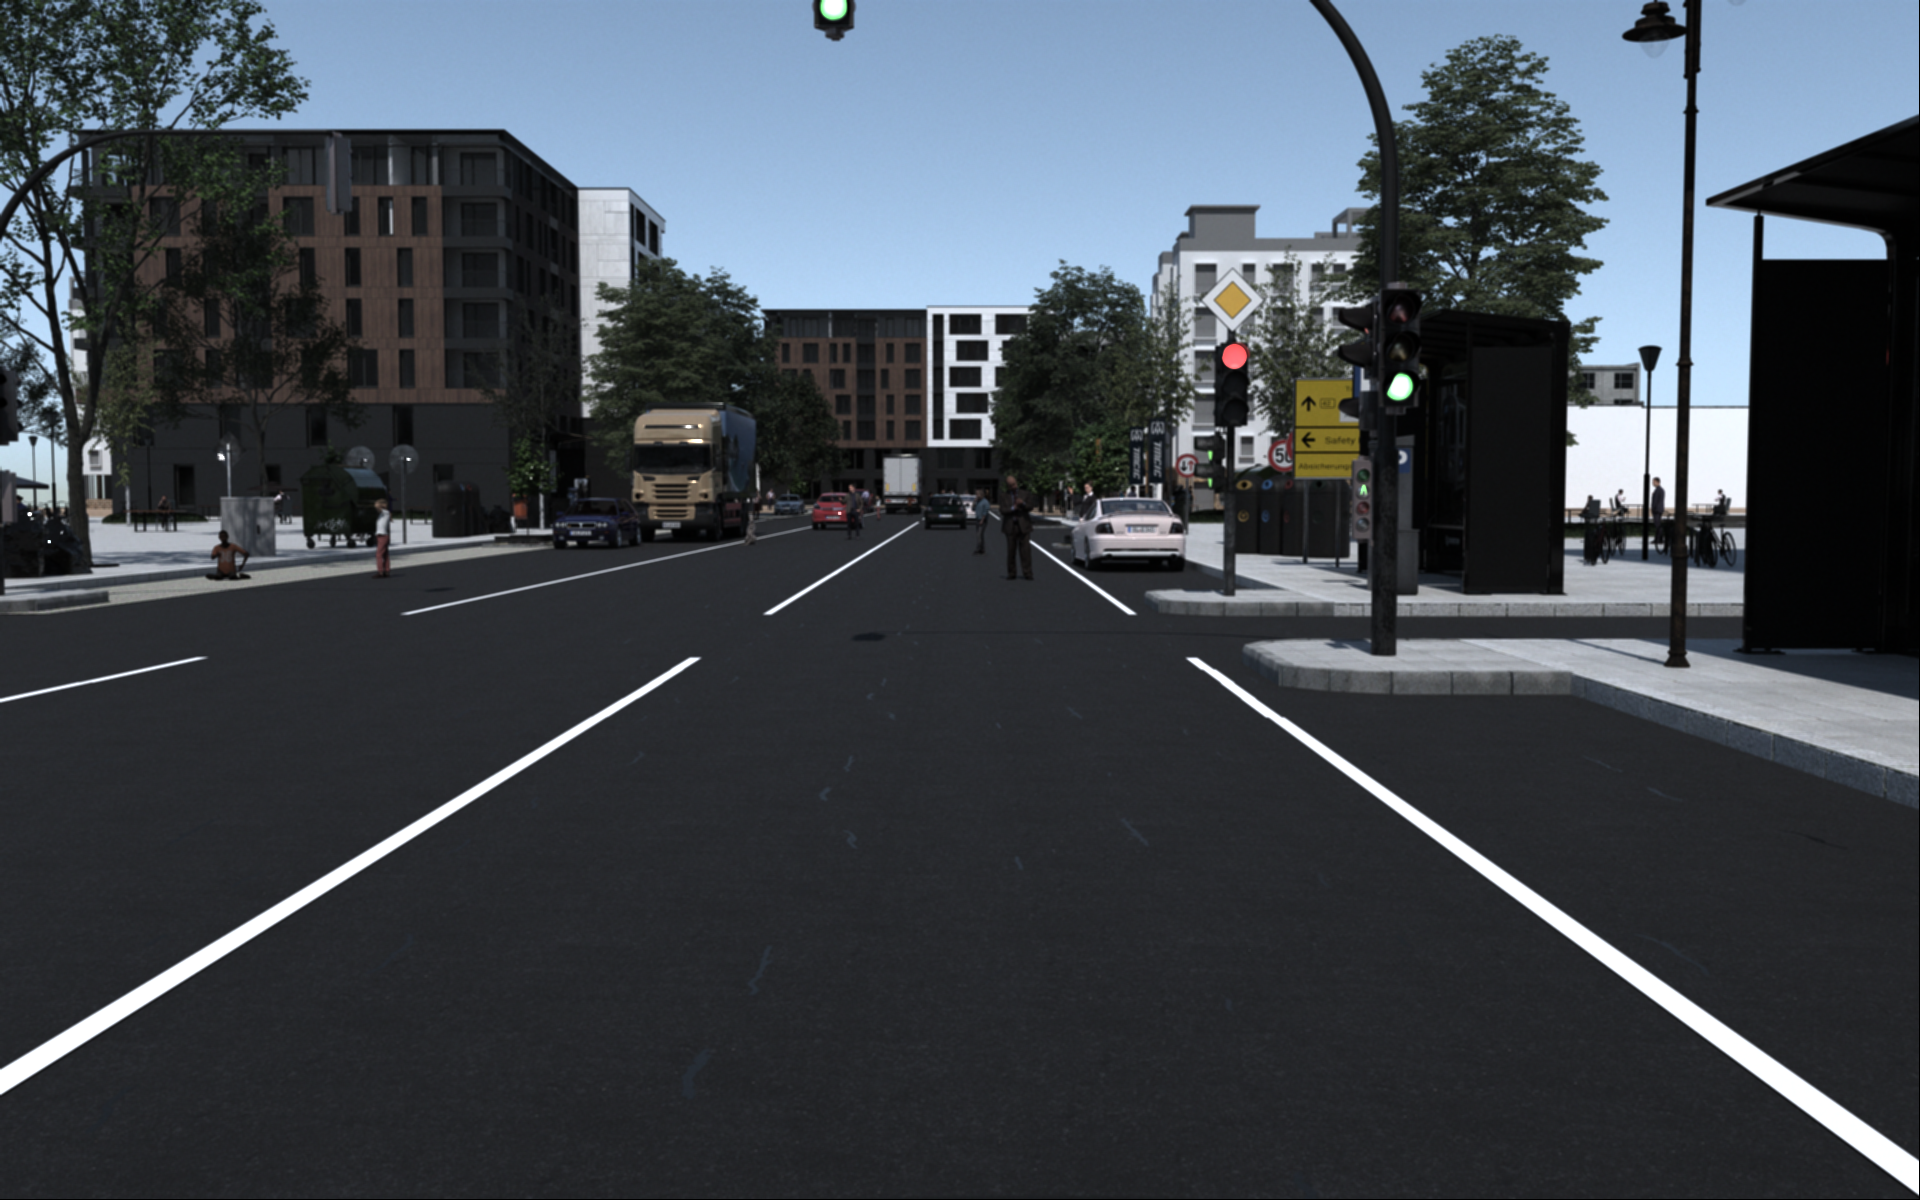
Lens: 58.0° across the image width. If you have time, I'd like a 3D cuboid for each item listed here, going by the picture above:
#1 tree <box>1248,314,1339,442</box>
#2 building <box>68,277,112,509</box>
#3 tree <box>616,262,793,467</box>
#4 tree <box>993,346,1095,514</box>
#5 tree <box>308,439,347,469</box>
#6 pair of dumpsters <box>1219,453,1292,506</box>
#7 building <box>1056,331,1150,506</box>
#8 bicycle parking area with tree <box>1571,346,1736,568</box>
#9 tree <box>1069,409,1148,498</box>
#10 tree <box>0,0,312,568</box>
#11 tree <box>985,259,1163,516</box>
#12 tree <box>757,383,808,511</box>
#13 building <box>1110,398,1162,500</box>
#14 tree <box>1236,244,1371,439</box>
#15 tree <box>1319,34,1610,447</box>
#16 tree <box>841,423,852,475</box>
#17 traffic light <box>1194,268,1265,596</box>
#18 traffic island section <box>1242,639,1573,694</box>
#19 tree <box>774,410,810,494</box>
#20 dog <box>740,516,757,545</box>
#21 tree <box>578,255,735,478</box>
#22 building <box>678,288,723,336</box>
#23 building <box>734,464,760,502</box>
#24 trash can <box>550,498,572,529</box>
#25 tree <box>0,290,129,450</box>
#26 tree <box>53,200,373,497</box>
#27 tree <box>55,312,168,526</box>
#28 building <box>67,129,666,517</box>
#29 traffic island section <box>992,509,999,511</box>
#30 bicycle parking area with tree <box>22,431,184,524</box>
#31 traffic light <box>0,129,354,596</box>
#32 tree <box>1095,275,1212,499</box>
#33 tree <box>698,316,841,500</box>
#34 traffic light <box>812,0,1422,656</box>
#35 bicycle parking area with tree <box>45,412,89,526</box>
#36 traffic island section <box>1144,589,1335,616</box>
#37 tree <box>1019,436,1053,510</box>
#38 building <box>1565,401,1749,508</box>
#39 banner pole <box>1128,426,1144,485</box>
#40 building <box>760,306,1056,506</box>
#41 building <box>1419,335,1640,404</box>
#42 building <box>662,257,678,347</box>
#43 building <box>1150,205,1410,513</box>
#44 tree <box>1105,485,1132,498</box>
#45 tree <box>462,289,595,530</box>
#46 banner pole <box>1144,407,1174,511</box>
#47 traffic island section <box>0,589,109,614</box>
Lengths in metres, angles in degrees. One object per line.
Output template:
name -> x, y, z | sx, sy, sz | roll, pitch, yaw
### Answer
tree -> 13.501, -7.391, 71.201 | 4.360, 8.622, 3.978 | 0, 3, 0
building -> -71.224, -18.404, 157.324 | 11.380, 20.091, 16.016 | 0, 4, 0
tree -> -14.461, -11.595, 96.235 | 9.857, 13.997, 8.962 | 0, 3, 0
tree -> 6.035, -11.533, 114.314 | 9.928, 11.665, 9.643 | 0, 3, 0
tree -> -22.035, -4.040, 60.653 | 1.663, 3.219, 1.824 | 0, 3, 0
pair of dumpsters -> 7.525, -2.470, 42.878 | 1.574, 2.255, 4.437 | 0, 3, 0
building -> 26.573, -20.179, 196.388 | 31.486, 18.905, 16.747 | 0, 4, 0
bicycle parking area with tree -> 15.863, -2.803, 32.833 | 8.231, 4.147, 9.016 | 2, 4, 35
tree -> 5.859, -5.094, 67.006 | 4.285, 4.588, 4.351 | 0, 3, 0
tree -> -15.395, -6.387, 30.181 | 9.928, 11.665, 9.643 | 0, 3, 0
tree -> 6.656, -11.551, 95.514 | 9.857, 13.997, 8.962 | 0, 3, 0
tree -> -15.324, -12.020, 130.931 | 8.767, 10.594, 7.601 | 2, 4, 31
building -> 18.608, -12.787, 151.211 | 9.099, 9.664, 28.070 | 0, 4, 0
tree -> 10.227, -6.223, 52.110 | 4.737, 8.622, 4.395 | 0, 3, 0
tree -> 12.813, -7.682, 43.729 | 7.486, 12.596, 7.792 | 0, 3, 0
tree -> -14.700, -14.788, 158.786 | 9.611, 12.733, 9.660 | 0, 3, 0
traffic light -> 3.372, -2.005, 21.703 | 0.839, 4.253, 0.868 | 0, 4, 0
traffic island section -> 3.391, 0.517, 13.832 | 2.009, 0.180, 2.903 | 0, 4, 0
tree -> -14.415, -11.791, 143.145 | 4.360, 8.622, 3.978 | 0, 3, 0
dog -> -6.032, -1.973, 49.100 | 0.513, 0.831, 0.800 | 3, 5, 42
tree -> -14.396, -10.052, 82.477 | 7.486, 12.596, 7.792 | 0, 3, 0
building -> -38.136, -17.778, 157.123 | 31.486, 18.905, 16.747 | 0, 4, 0
building -> -36.118, -15.380, 193.605 | 28.070, 9.664, 9.099 | 0, 4, 0
trash can -> -13.923, -2.984, 60.448 | 0.748, 1.137, 0.748 | 0, 3, 0
tree -> -42.592, -8.659, 75.988 | 7.601, 10.594, 8.767 | 0, 4, 2
tree -> -22.139, -7.342, 54.457 | 7.601, 10.594, 8.767 | 0, 4, 6
tree -> -33.294, -7.230, 68.577 | 4.737, 8.622, 4.395 | 0, 3, 0
building -> -35.958, -16.495, 113.668 | 27.936, 21.610, 32.646 | 0, 4, 0
traffic island section -> 3.744, -7.835, 150.966 | 1.991, 0.108, 1.994 | 0, 4, 0
bicycle parking area with tree -> -43.376, -6.098, 86.712 | 8.231, 4.147, 9.016 | 0, 4, -5
traffic light -> -10.057, -2.880, 21.757 | 4.771, 5.953, 1.251 | 0, 4, 0
tree -> 6.609, -6.635, 58.850 | 4.737, 8.622, 4.395 | 0, 3, 0
tree -> -14.555, -11.761, 109.294 | 9.611, 12.733, 9.660 | 0, 3, 0
traffic light -> 1.259, -2.380, 13.582 | 4.771, 5.953, 1.251 | 0, 4, 0
bicycle parking area with tree -> -34.033, -4.433, 59.490 | 8.231, 4.147, 9.016 | -1, 4, -16
traffic island section -> 3.412, 0.028, 21.817 | 2.009, 0.180, 2.903 | 0, 4, 0
tree -> 6.752, -11.681, 141.349 | 4.360, 8.622, 3.978 | 0, 3, 0
building -> 61.596, -13.386, 161.013 | 28.070, 9.664, 9.099 | 0, 4, 0
banner pole -> 5.888, -4.047, 56.192 | 0.863, 3.779, 0.401 | 0, 4, -1
building -> -5.736, -21.908, 202.171 | 32.646, 21.610, 27.936 | 0, 4, 0
building -> 58.060, -20.189, 196.544 | 31.486, 18.905, 16.747 | 0, 4, 0
building -> -30.271, -17.101, 136.026 | 16.016, 20.091, 11.380 | 0, 4, 0
building -> 21.705, -16.071, 119.175 | 16.016, 20.091, 11.380 | 0, 4, 0
tree -> 6.662, -4.967, 75.818 | 1.663, 3.219, 1.824 | 0, 3, 0
tree -> -15.152, -6.803, 61.593 | 4.360, 8.622, 3.978 | 0, 3, 0
banner pole -> 5.849, -3.663, 49.906 | 0.863, 3.779, 0.401 | 1, 4, 17
traffic island section -> -12.190, 0.026, 21.862 | 2.009, 0.180, 2.903 | 0, 4, 0
